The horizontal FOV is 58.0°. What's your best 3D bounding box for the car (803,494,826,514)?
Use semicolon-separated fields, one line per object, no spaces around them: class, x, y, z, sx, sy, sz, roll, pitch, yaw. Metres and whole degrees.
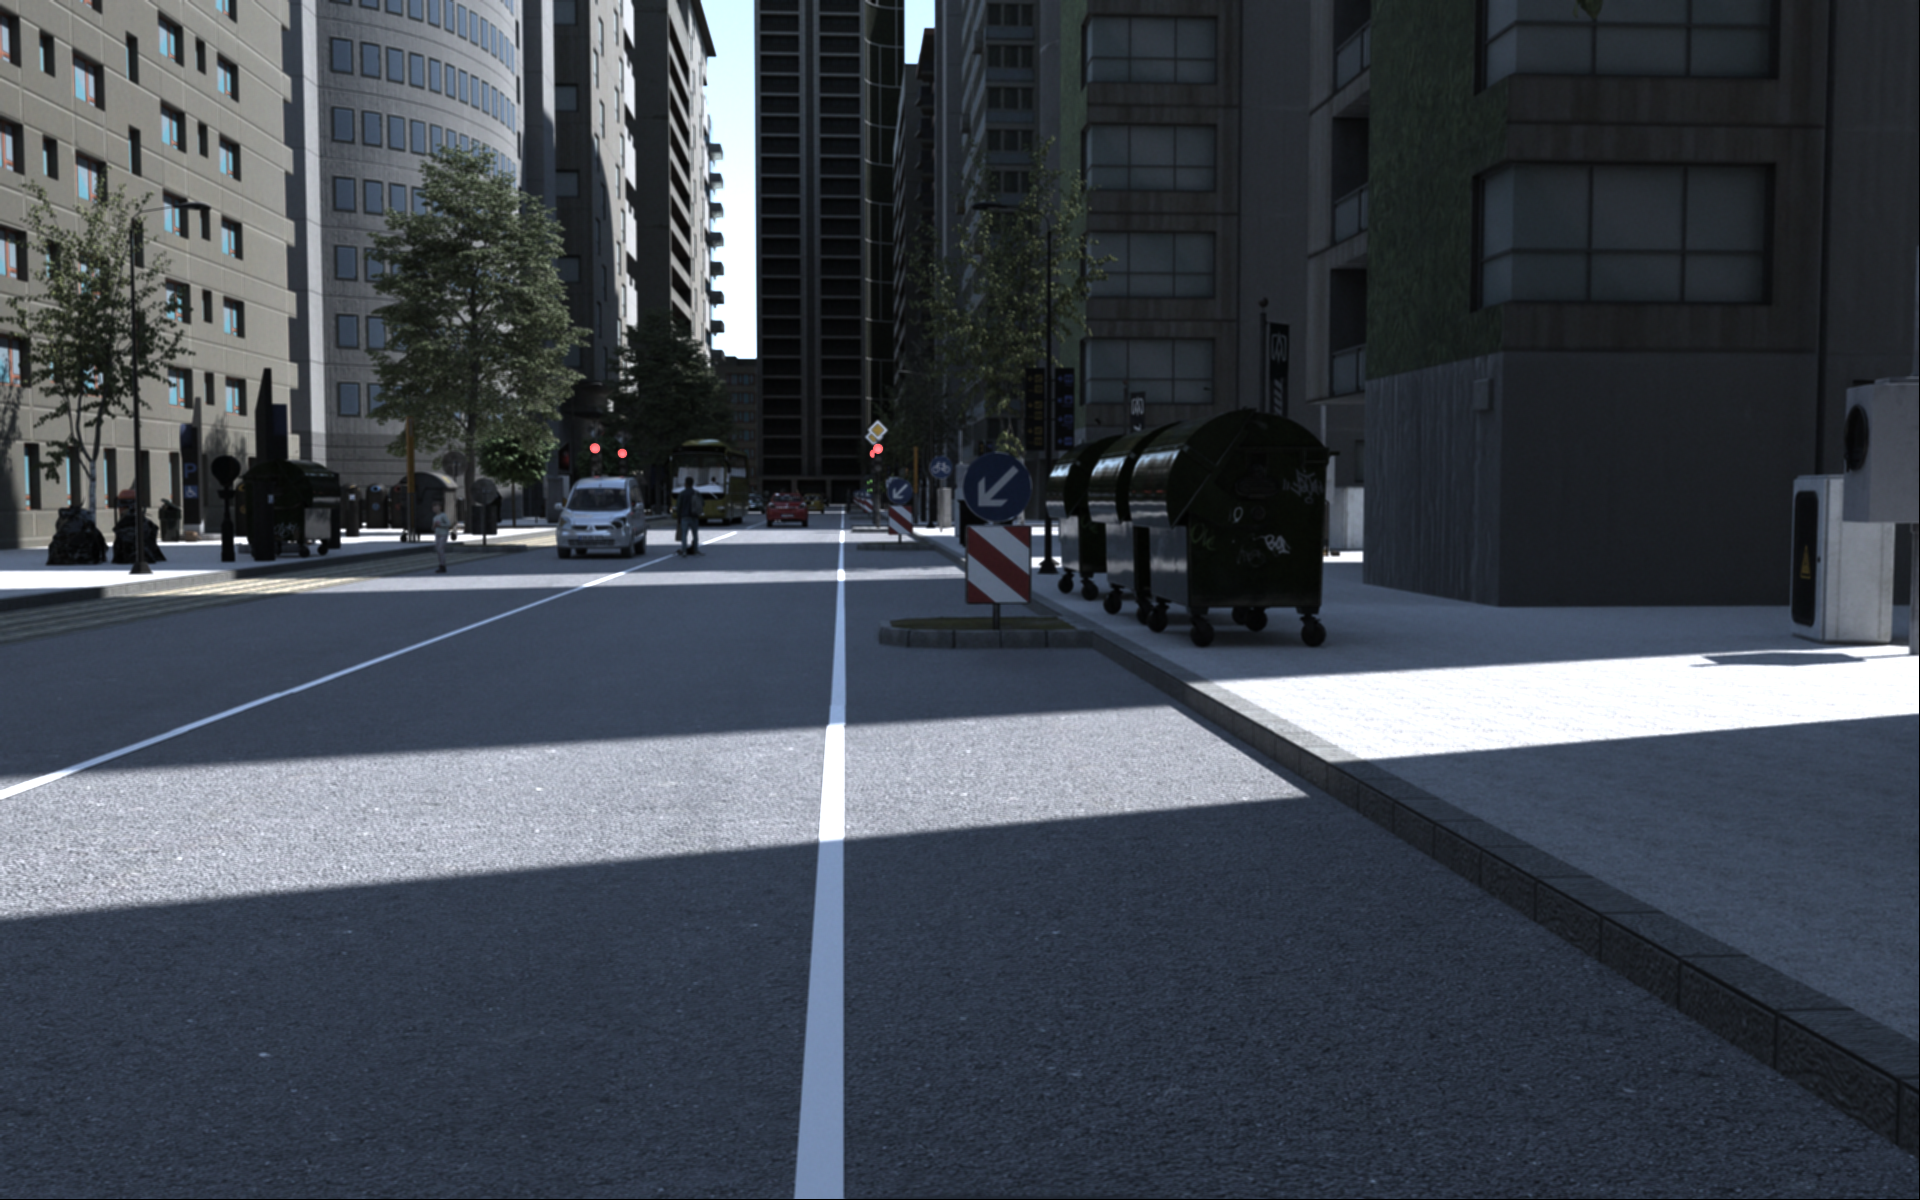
car;-10.888;-7.192;127.808;2.015;1.641;3.980;0;4;-5

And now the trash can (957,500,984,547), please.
trash can;0.293;-1.860;42.072;0.748;1.137;0.748;0;3;0

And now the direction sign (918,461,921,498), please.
direction sign;-2.878;-7.766;118.969;0.379;3.537;0.876;-2;4;-31

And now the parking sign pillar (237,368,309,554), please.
parking sign pillar;-15.020;-3.015;37.768;1.447;3.967;1.447;-2;4;-31

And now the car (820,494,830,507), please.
car;-16.074;-11.680;200.752;2.009;1.686;4.222;0;4;-3

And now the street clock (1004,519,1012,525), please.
street clock;1.081;-2.089;38.720;0.358;2.002;0.471;0;4;3

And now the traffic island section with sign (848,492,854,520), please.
traffic island section with sign;-5.255;-5.466;97.996;1.989;1.847;2.006;0;4;-4

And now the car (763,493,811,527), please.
car;-7.628;-4.123;76.443;2.155;1.783;4.494;0;4;-6

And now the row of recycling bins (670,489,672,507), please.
row of recycling bins;-21.898;-8.067;139.014;3.534;1.692;1.069;-2;4;-24

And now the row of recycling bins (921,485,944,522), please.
row of recycling bins;-1.288;-4.558;81.637;1.069;1.692;3.534;0;4;6

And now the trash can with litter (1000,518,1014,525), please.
trash can with litter;1.273;-1.991;43.944;0.624;1.170;1.055;-3;4;-36

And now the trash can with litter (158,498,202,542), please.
trash can with litter;-20.860;-2.137;46.324;1.055;1.170;0.624;-1;4;-17

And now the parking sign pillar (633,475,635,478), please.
parking sign pillar;-27.930;-9.678;146.701;1.447;3.967;1.447;-2;4;-24

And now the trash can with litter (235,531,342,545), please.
trash can with litter;-17.169;-2.000;43.750;2.233;1.210;1.678;1;4;11

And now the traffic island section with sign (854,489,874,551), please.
traffic island section with sign;-1.679;-2.213;44.807;1.989;1.847;2.006;0;4;-4

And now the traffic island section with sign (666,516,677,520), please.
traffic island section with sign;-15.460;-5.425;97.321;1.989;1.847;2.006;0;4;-4

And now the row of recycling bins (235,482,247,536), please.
row of recycling bins;-20.593;-2.778;52.530;3.534;1.692;1.069;2;4;27

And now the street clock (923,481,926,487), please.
street clock;-1.755;-5.505;94.579;0.471;2.002;0.358;0;4;-5

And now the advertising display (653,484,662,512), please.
advertising display;-19.383;-6.470;111.004;0.123;1.923;0.974;1;4;14

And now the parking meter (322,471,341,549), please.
parking meter;-14.709;-2.128;40.496;0.399;1.863;0.255;1;4;9

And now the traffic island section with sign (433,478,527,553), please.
traffic island section with sign;-11.796;-2.088;42.769;1.989;1.847;2.006;0;4;-4

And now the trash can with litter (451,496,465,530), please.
trash can with litter;-18.283;-3.098;61.718;2.233;1.210;1.678;0;4;-6

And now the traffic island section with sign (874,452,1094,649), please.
traffic island section with sign;0.195;-0.514;17.025;1.989;1.847;2.006;0;4;-4

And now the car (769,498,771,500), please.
car;-17.184;-9.475;165.146;2.015;1.641;3.980;0;4;-3

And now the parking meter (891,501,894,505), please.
parking meter;-4.260;-6.565;113.054;0.399;1.863;0.255;-1;4;-21

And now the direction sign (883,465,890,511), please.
direction sign;-5.691;-8.725;134.646;0.379;3.537;0.876;-3;5;-39

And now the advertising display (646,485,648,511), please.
advertising display;-21.492;-6.948;118.819;0.123;1.923;0.974;-1;4;-10

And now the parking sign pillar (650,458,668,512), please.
parking sign pillar;-21.657;-8.346;124.925;1.447;3.967;1.447;1;4;13

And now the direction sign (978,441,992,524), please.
direction sign;1.091;-5.051;74.588;0.379;3.537;0.876;-3;5;-40

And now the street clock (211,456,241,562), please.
street clock;-13.887;-1.727;32.808;0.471;2.002;0.358;0;4;-2

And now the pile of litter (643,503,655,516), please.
pile of litter;-18.561;-5.383;101.982;1.176;0.858;1.719;3;4;36

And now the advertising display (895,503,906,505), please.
advertising display;-3.591;-6.149;105.751;0.974;1.923;0.123;2;4;33

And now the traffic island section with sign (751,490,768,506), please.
traffic island section with sign;-20.641;-10.133;174.303;1.989;1.847;2.006;0;4;-4

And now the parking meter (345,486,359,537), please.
parking meter;-18.137;-2.646;51.678;0.372;1.533;0.369;0;3;0

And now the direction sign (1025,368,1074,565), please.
direction sign;1.613;-2.395;31.151;0.876;3.537;0.379;0;4;-1

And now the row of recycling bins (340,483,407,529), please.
row of recycling bins;-21.224;-3.498;64.311;3.534;1.692;1.069;-1;4;-11

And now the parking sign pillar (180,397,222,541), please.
parking sign pillar;-21.095;-3.616;47.599;1.447;3.967;1.447;-1;4;-19

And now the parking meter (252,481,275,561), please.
parking meter;-13.361;-1.519;33.240;0.372;1.533;0.369;0;3;0

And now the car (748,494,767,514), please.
car;-15.194;-7.055;127.153;2.131;1.459;4.920;0;4;-5

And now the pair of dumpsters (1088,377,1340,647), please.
pair of dumpsters;2.302;-0.855;16.475;1.574;2.255;4.437;0;4;-4

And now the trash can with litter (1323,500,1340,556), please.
trash can with litter;7.002;-1.524;35.982;2.233;1.210;1.678;-1;4;-13
